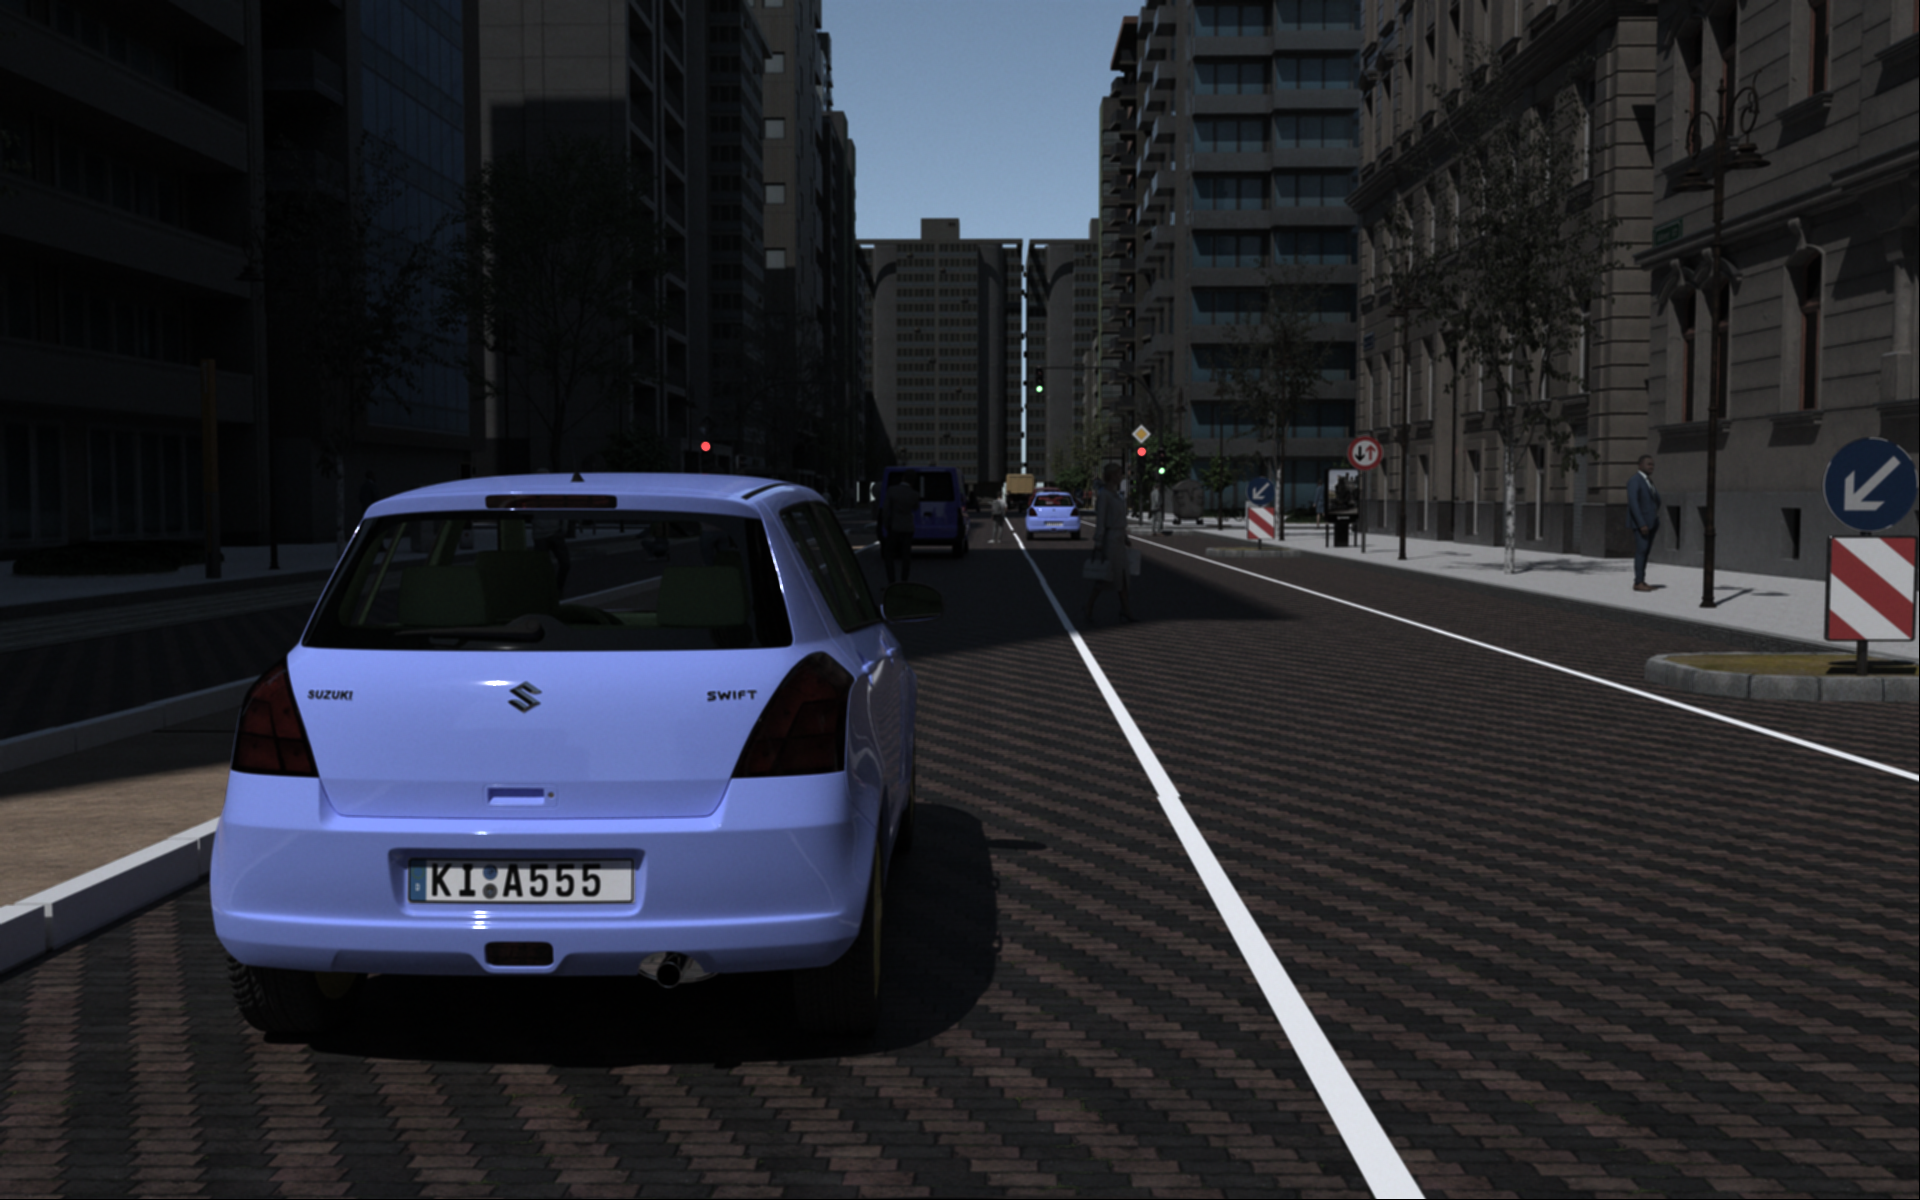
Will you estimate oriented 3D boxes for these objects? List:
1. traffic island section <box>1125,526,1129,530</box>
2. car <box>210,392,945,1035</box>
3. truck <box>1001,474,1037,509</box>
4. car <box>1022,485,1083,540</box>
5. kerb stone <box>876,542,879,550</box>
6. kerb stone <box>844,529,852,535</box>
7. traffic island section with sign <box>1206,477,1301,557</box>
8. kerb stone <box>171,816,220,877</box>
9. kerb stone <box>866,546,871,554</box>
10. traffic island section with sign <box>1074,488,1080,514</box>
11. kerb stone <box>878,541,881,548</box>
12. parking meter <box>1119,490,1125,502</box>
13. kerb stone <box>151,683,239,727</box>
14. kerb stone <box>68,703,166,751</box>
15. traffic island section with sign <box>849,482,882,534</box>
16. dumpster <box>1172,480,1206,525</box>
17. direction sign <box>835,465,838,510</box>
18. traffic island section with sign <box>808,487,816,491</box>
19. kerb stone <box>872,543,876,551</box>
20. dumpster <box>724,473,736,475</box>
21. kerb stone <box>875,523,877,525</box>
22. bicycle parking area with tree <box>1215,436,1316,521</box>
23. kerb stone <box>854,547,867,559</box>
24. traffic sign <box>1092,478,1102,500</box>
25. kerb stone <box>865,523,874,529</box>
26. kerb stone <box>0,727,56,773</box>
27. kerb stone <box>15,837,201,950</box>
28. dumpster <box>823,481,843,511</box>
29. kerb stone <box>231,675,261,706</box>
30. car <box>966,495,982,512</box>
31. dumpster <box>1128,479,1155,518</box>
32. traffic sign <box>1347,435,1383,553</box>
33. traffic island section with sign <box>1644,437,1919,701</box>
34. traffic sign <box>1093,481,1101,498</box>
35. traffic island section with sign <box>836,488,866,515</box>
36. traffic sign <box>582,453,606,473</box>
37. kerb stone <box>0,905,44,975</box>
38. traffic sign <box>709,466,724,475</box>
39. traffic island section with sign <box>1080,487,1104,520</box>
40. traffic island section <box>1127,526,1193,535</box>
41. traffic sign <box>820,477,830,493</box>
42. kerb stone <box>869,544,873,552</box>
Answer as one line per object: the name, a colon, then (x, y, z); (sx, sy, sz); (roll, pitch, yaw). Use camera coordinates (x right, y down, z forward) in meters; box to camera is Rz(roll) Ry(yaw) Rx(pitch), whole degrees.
traffic island section: (7.310, -2.910, 69.857); (2.009, 0.180, 2.903); (0, 4, 1)
car: (-1.028, 0.226, 5.894); (1.945, 1.707, 3.694); (0, 4, 0)
truck: (5.768, -10.459, 166.924); (3.469, 3.379, 9.791); (0, 4, 1)
car: (2.928, -2.765, 54.800); (1.945, 1.707, 3.694); (0, 4, 2)
kerb stone: (-2.212, -1.327, 43.896); (0.120, 0.150, 1.000); (0, 4, 1)
kerb stone: (-3.987, -2.456, 62.343); (0.120, 0.150, 1.000); (0, 4, 1)
traffic island section with sign: (6.768, -1.936, 40.282); (1.989, 1.847, 2.006); (0, 4, 1)
kerb stone: (-2.888, 0.933, 6.964); (0.120, 0.150, 1.000); (0, 4, 1)
kerb stone: (-2.262, -1.139, 40.815); (0.120, 0.150, 1.000); (0, 4, 1)
traffic island section with sign: (8.275, -6.963, 122.471); (1.989, 1.847, 2.006); (0, 4, 1)
kerb stone: (-2.191, -1.380, 44.929); (0.120, 0.150, 1.000); (0, 4, 1)
parking meter: (9.866, -5.939, 105.519); (0.372, 1.533, 0.369); (0, 3, 0)
kerb stone: (-4.908, 0.680, 11.084); (0.120, 0.150, 1.000); (0, 4, 1)
kerb stone: (-4.926, 0.749, 10.063); (0.120, 0.150, 1.000); (0, 4, 1)
traffic island section with sign: (-2.920, -3.312, 62.296); (2.006, 1.907, 1.989); (0, 4, 1)
dumpster: (9.475, -4.032, 71.683); (1.264, 1.857, 1.865); (0, 4, 1)
direction sign: (-9.748, -8.858, 136.828); (0.379, 3.537, 0.876); (-1, 4, -15)
traffic island section with sign: (-8.148, -5.267, 94.751); (1.989, 1.847, 2.006); (0, 4, 1)
kerb stone: (-2.225, -1.263, 42.863); (0.120, 0.150, 1.000); (0, 4, 1)
dumpster: (-10.857, -4.765, 80.403); (1.502, 2.255, 1.985); (0, 4, 1)
kerb stone: (-3.762, -3.179, 74.171); (0.120, 0.150, 1.000); (0, 4, 1)
bicycle parking area with tree: (17.133, -5.799, 81.818); (9.016, 4.147, 8.231); (-2, 4, -34)
kerb stone: (-2.287, -1.074, 39.793); (0.120, 0.150, 1.000); (0, 4, 1)
traffic sign: (10.692, -8.260, 135.158); (0.768, 2.556, 0.104); (0, 4, 5)
kerb stone: (-3.797, -3.051, 72.127); (0.120, 0.150, 1.000); (0, 4, 1)
kerb stone: (-4.945, 0.806, 9.041); (0.120, 0.150, 1.000); (0, 4, 1)
kerb stone: (-2.899, 0.995, 5.937); (0.120, 0.150, 1.000); (0, 4, 1)
dumpster: (-9.847, -8.006, 133.397); (1.502, 2.255, 1.985); (0, 4, 1)
kerb stone: (-4.897, 0.617, 12.106); (0.120, 0.150, 1.000); (0, 4, 1)
car: (0.736, -7.679, 138.124); (1.945, 1.354, 3.894); (0, 4, 2)
dumpster: (9.853, -5.528, 92.873); (1.502, 2.255, 1.985); (0, 4, 1)
traffic sign: (8.788, -2.296, 37.654); (0.768, 2.556, 0.104); (0, 4, 3)
traffic island section with sign: (6.285, -0.262, 12.916); (1.989, 1.847, 2.006); (0, 4, 1)
traffic sign: (10.195, -7.738, 128.638); (0.606, 2.300, 0.079); (1, 4, 8)
traffic island section with sign: (-7.659, -6.916, 121.701); (1.989, 1.847, 2.006); (0, 4, 1)
traffic sign: (-11.467, -3.311, 54.238); (0.768, 2.556, 0.104); (0, 4, 2)
kerb stone: (-2.925, 1.057, 4.909); (0.120, 0.150, 1.000); (0, 4, 1)
traffic sign: (-11.001, -4.767, 78.052); (0.768, 2.556, 0.104); (0, 4, 4)
traffic island section with sign: (7.784, -5.315, 95.520); (1.989, 1.847, 2.006); (0, 4, 1)
traffic island section: (7.165, -2.422, 61.874); (2.009, 0.180, 2.903); (0, 4, 1)
traffic sign: (-10.149, -7.937, 129.876); (0.768, 2.556, 0.104); (0, 4, 2)
kerb stone: (-2.252, -1.201, 41.837); (0.120, 0.150, 1.000); (0, 4, 1)
